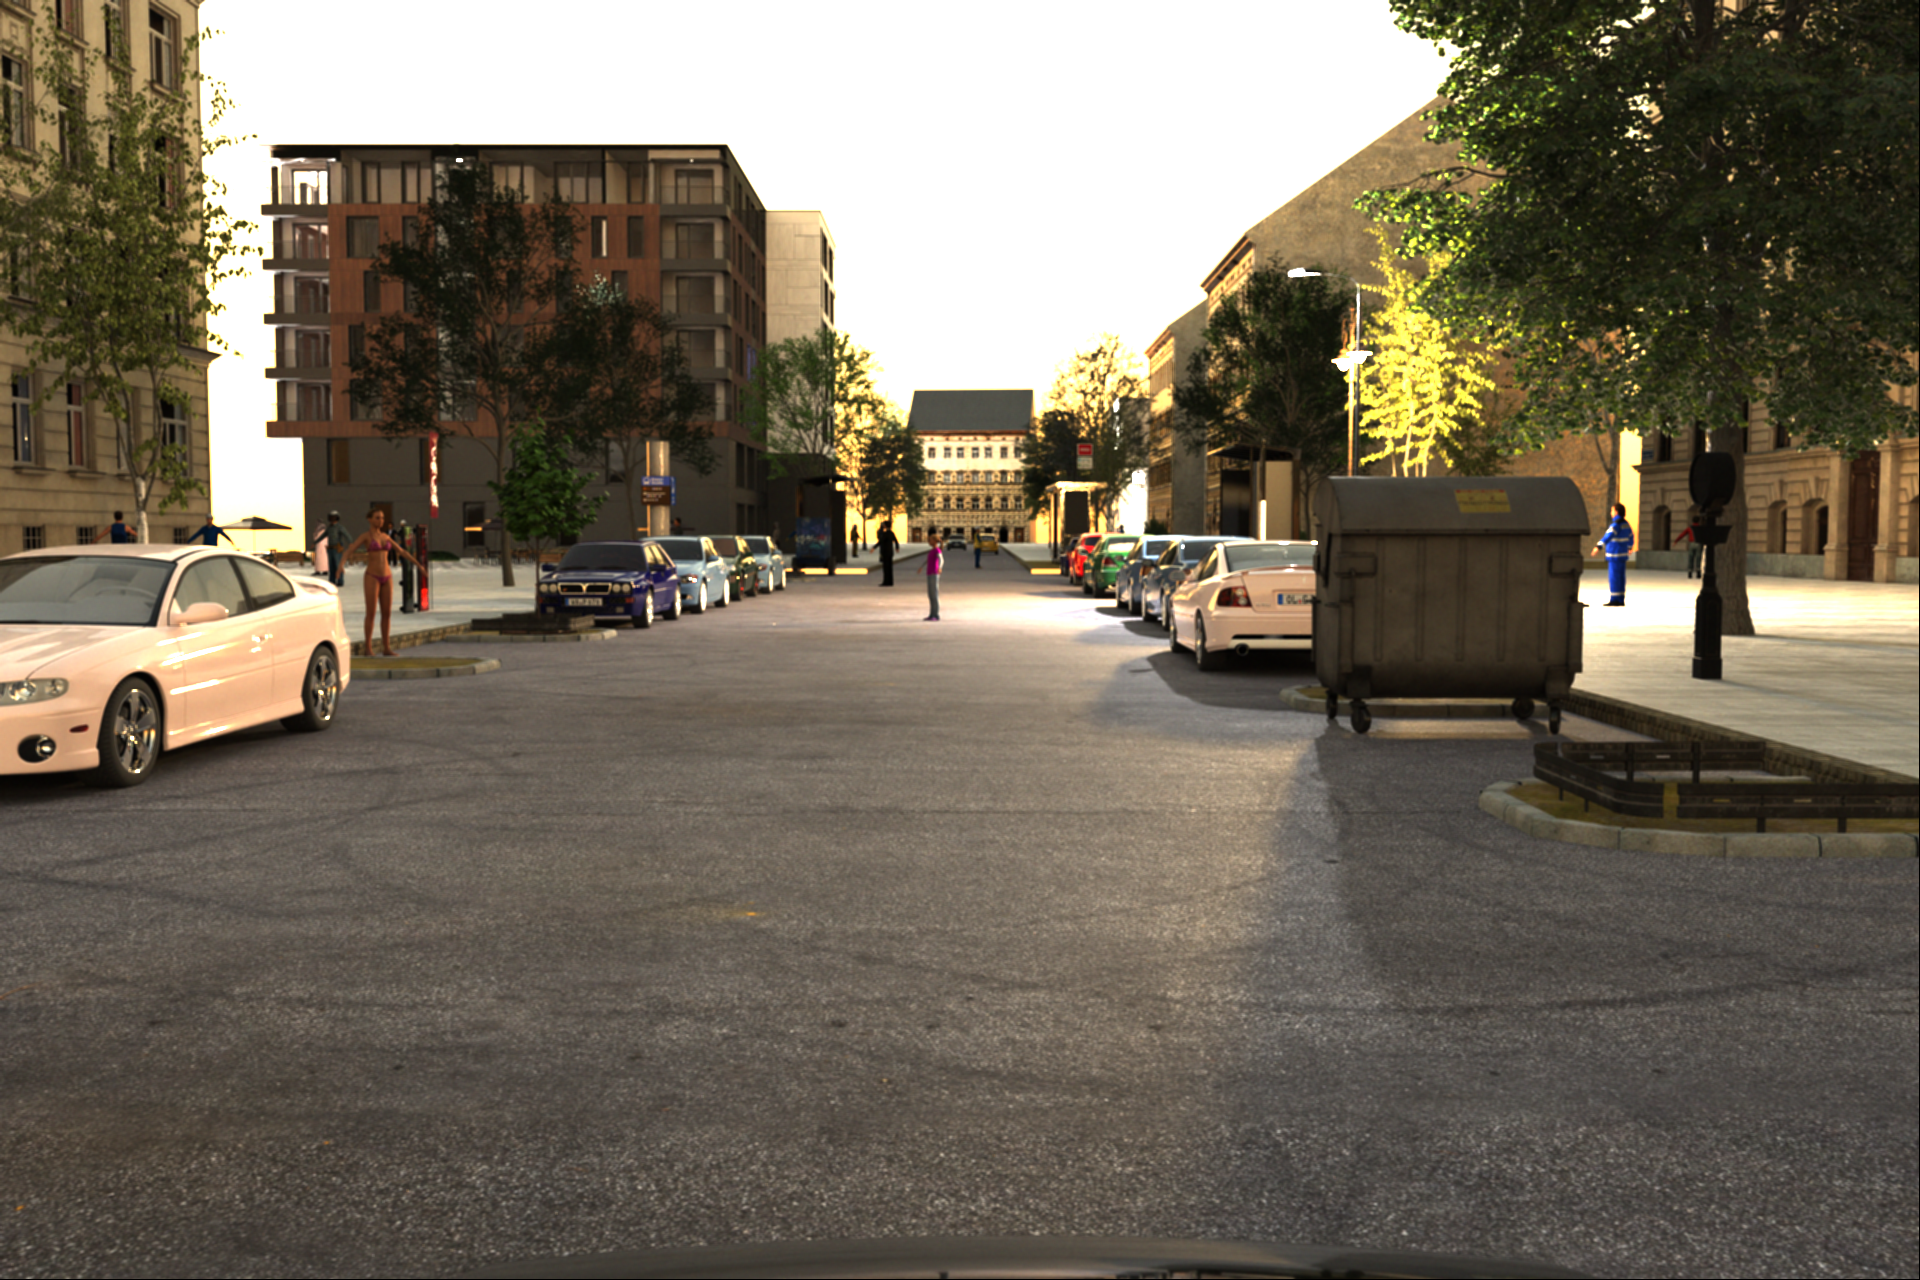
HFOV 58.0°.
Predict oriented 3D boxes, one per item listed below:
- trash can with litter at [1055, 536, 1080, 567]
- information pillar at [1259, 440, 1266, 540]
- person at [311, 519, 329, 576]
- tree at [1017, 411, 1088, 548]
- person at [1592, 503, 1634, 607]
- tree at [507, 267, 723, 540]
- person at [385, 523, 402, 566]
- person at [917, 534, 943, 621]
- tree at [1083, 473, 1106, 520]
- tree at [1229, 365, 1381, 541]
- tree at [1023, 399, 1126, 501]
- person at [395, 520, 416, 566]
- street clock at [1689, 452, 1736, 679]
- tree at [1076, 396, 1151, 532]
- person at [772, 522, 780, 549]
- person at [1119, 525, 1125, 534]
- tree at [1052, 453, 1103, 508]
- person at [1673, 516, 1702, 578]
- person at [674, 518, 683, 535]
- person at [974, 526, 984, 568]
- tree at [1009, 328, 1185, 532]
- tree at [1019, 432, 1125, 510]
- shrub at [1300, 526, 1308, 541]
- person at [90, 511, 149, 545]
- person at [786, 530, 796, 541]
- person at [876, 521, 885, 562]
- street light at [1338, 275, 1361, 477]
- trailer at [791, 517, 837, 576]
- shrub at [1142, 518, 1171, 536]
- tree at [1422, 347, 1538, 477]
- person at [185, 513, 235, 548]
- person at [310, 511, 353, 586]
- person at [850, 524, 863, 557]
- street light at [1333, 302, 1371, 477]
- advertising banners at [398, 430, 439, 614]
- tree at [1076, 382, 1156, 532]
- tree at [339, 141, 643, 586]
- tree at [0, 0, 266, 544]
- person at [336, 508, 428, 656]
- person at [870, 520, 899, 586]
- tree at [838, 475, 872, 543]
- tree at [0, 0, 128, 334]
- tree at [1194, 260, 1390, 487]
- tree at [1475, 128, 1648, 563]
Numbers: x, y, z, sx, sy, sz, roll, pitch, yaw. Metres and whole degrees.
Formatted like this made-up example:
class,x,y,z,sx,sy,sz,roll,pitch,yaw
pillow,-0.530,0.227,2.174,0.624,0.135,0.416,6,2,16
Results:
class,x,y,z,sx,sy,sz,roll,pitch,yaw
trash can with litter,4.589,-3.428,67.113,1.678,1.210,2.233,0,4,-1
information pillar,7.559,-3.179,43.338,0.183,3.616,0.504,0,4,1
person,-19.821,-2.874,53.696,0.621,1.740,0.551,-1,4,-21
tree,8.604,-14.714,158.695,7.486,12.596,7.792,0,3,0
person,11.594,-1.507,30.611,1.345,1.831,0.704,-3,5,-43
tree,-11.818,-7.748,61.099,7.601,10.594,8.767,1,4,9
person,-22.639,-3.800,68.852,1.216,1.740,0.721,0,4,2
person,-0.496,-1.035,28.647,0.599,1.433,0.991,-1,4,-21
tree,20.175,-21.135,255.932,12.009,13.543,11.850,0,3,0
tree,16.335,-9.047,82.331,7.601,10.594,8.767,1,4,9
tree,7.988,-11.273,118.732,7.601,10.594,8.767,-3,5,-44
person,-22.600,-3.944,70.342,0.705,1.847,1.347,3,5,41
street clock,6.635,-0.658,15.326,0.358,2.002,0.471,0,4,1
tree,7.777,-8.729,93.078,4.360,8.622,3.978,0,3,0
person,-8.198,-4.344,77.157,0.705,1.813,1.348,-1,4,-16
person,8.977,-5.539,96.693,0.704,1.817,1.347,-1,4,-14
tree,8.493,-10.946,129.335,4.737,8.622,4.395,0,3,0
person,21.305,-2.693,50.140,1.345,1.816,0.704,3,5,40
person,-9.397,-3.151,57.581,0.705,1.821,1.348,0,4,-3
person,0.830,-3.891,72.541,0.721,1.772,1.216,-1,4,-10
tree,8.220,-11.755,102.557,12.009,13.543,11.850,0,3,0
tree,8.997,-12.699,142.043,8.767,10.594,7.601,-1,4,-18
shrub,14.417,-4.395,75.901,1.661,2.075,1.752,0,3,0
person,-19.219,-2.046,39.613,1.345,1.807,0.704,-1,4,-19
person,-8.170,-5.022,88.076,1.349,1.833,0.705,-1,4,-15
person,-3.505,-4.461,78.715,0.705,1.856,1.354,-1,4,-18
street light,7.520,-3.539,30.402,1.470,5.913,1.316,0,4,1
trailer,-5.050,-3.193,59.257,1.471,1.999,3.904,0,4,0
shrub,8.431,-4.313,74.929,1.690,2.028,1.600,0,3,0
tree,19.958,-7.165,67.509,4.737,8.622,4.395,0,3,0
person,-20.238,-2.500,46.763,1.347,1.842,0.705,0,4,-6
person,-15.359,-2.242,42.490,1.345,1.849,0.704,2,4,24
person,-5.787,-5.509,95.839,0.705,1.858,1.354,-2,4,-29
street light,7.820,-3.786,34.693,0.468,5.910,1.993,0,4,1
advertising banners,-8.958,-1.994,28.784,0.090,3.025,2.074,0,4,1
tree,7.350,-8.158,83.744,4.360,8.622,3.978,0,3,0
tree,-11.419,-6.590,42.163,7.601,10.594,8.767,-1,4,-21
tree,-11.382,-4.476,23.541,4.737,8.622,4.395,0,3,0
person,-6.734,-0.667,20.160,0.721,1.733,1.217,3,4,37
person,-2.012,-2.380,47.553,0.705,1.806,1.347,2,4,31
tree,-16.099,-19.861,259.145,7.601,10.594,8.767,0,4,8
tree,-11.993,-4.162,18.405,4.360,8.622,3.978,0,3,0
tree,12.780,-8.650,67.189,9.928,11.665,9.643,0,3,0
tree,29.741,-13.594,78.157,12.611,20.169,13.585,0,3,0
